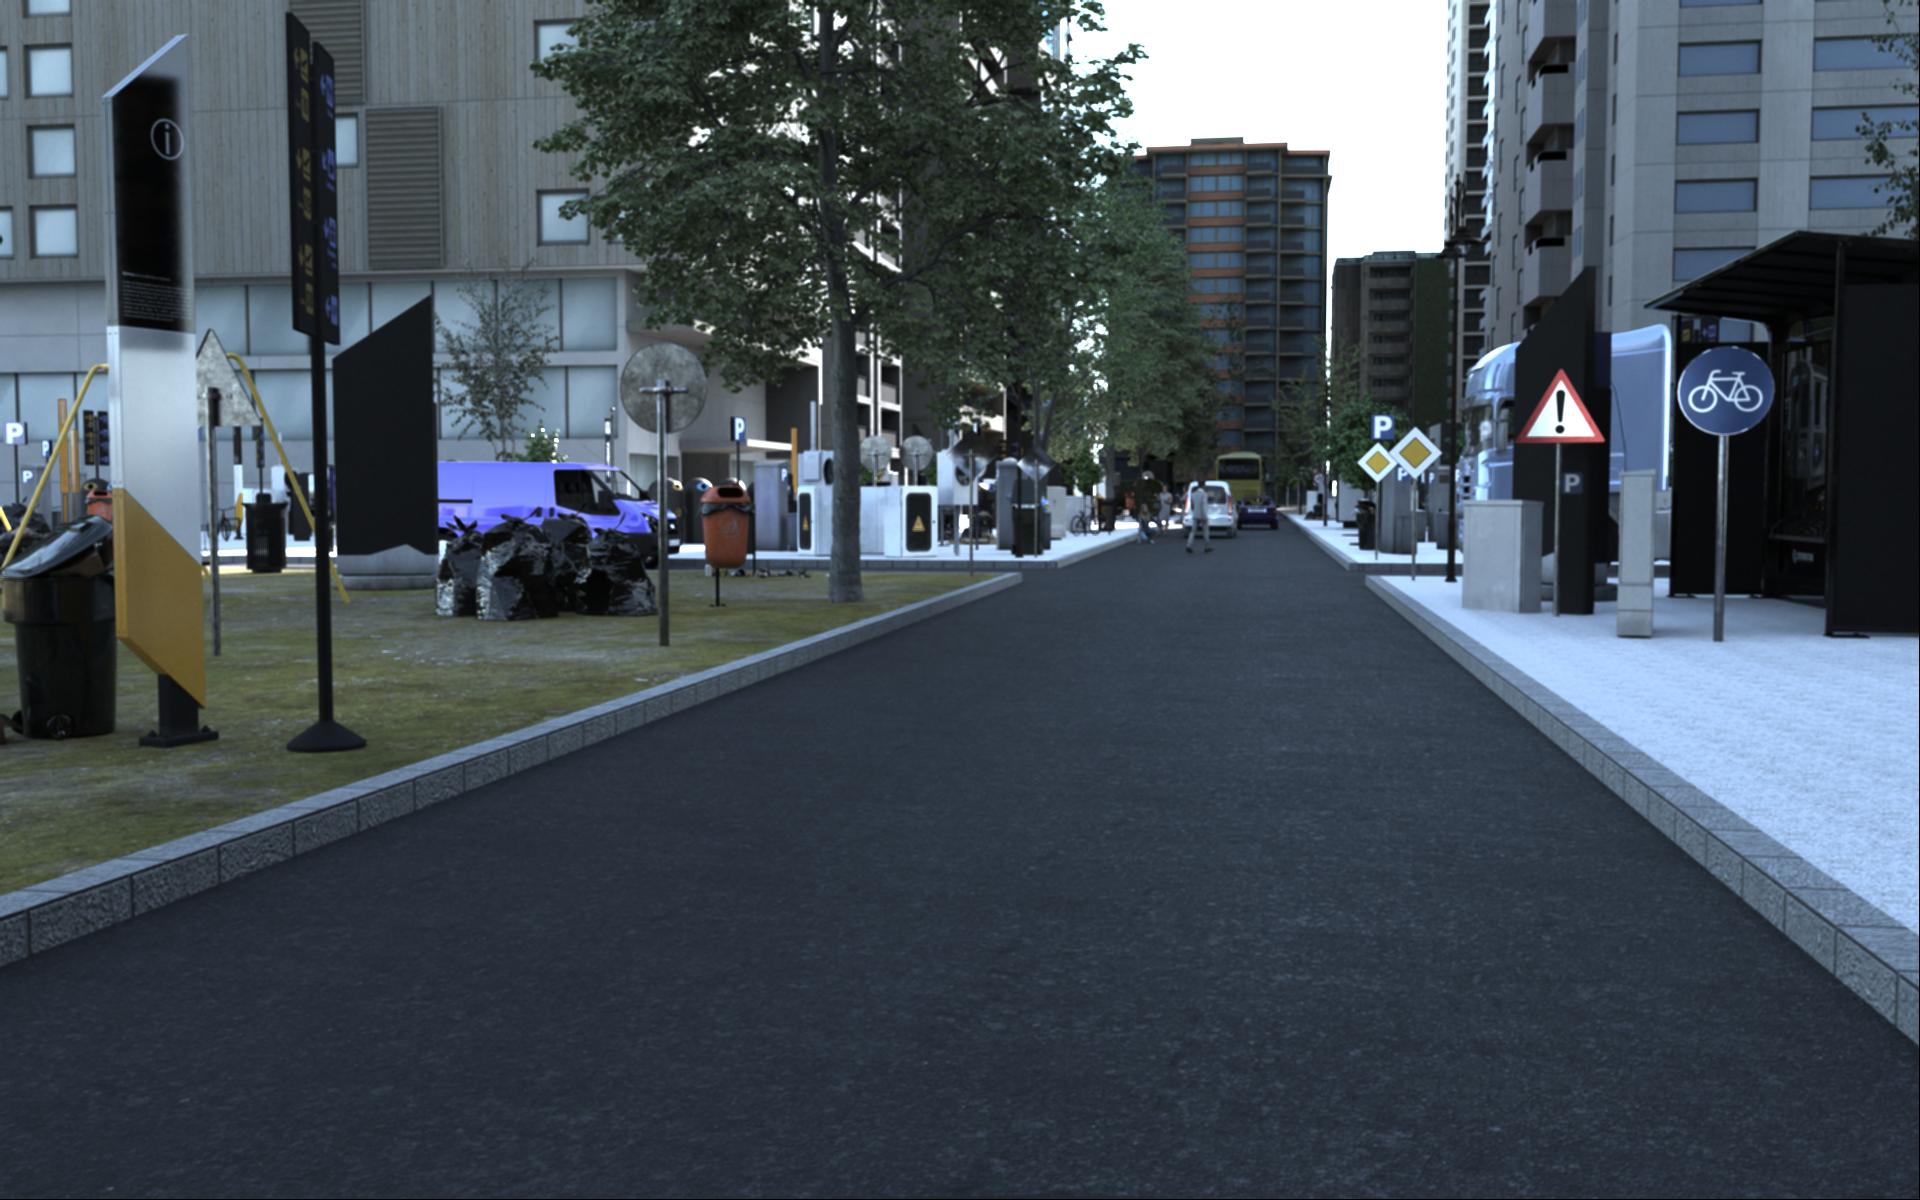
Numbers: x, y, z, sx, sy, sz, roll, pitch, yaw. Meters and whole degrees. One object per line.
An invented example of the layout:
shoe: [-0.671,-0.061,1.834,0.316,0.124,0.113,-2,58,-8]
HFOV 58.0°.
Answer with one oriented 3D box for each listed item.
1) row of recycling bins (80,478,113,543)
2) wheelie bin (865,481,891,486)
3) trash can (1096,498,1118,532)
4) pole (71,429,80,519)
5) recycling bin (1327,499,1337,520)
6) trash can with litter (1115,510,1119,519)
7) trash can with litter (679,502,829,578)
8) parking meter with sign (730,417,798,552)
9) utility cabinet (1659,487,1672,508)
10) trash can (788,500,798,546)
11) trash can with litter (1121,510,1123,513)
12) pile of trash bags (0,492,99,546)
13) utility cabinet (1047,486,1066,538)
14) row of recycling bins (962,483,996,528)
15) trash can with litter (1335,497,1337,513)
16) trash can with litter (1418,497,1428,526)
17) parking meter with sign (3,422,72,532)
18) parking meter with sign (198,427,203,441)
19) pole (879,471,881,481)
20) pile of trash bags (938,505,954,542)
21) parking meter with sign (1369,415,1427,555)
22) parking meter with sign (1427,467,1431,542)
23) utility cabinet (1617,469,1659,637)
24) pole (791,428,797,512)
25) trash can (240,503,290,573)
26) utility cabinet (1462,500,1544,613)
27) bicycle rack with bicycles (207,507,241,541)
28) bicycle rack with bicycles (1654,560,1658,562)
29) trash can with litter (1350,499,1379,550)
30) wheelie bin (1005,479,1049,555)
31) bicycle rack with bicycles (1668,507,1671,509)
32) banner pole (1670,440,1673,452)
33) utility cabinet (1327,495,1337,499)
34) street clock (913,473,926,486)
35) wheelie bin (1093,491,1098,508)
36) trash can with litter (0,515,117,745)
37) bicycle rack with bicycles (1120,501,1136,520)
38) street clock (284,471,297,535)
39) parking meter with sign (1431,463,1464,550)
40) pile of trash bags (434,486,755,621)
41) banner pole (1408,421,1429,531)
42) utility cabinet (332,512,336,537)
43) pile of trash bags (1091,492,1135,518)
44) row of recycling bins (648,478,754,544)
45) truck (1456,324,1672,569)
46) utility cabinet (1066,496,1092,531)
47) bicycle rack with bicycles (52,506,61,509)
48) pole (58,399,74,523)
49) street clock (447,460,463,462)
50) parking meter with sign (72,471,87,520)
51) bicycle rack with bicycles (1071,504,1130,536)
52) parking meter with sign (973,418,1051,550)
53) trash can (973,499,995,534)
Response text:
row of recycling bins: [-21.416,-2.310,44.889,3.534,1.692,1.069,2,4,26]
wheelie bin: [-2.022,-2.180,43.545,0.980,1.594,0.693,-1,4,-19]
trash can: [5.042,-2.927,59.502,0.748,1.137,0.748,0,3,0]
pole: [-27.884,-3.716,54.601,0.158,3.312,0.155,0,3,0]
recycling bin: [18.772,-4.551,86.959,0.722,1.027,0.722,2,4,28]
trash can with litter: [7.124,-4.409,83.482,0.624,1.170,1.055,1,4,23]
trash can with litter: [-3.099,-0.969,26.894,2.233,1.210,1.678,1,4,13]
parking meter with sign: [-4.250,-2.611,38.955,1.738,3.016,0.543,1,4,21]
utility cabinet: [22.686,-2.872,55.643,0.318,1.500,1.173,-1,4,-21]
trash can: [-3.767,-1.801,41.102,0.748,1.137,0.748,0,3,0]
trash can with litter: [10.001,-5.968,108.964,0.624,1.170,1.055,1,4,17]
pile of trash bags: [-21.226,-1.827,39.631,3.447,1.369,1.912,-3,4,-37]
utility cabinet: [2.588,-2.543,50.260,1.173,1.500,0.318,-3,5,-44]
row of recycling bins: [1.699,-3.543,65.039,3.534,1.692,1.069,3,5,45]
trash can with litter: [18.385,-4.344,82.413,1.055,1.170,0.624,2,4,33]
trash can with litter: [18.218,-3.487,68.398,0.624,1.170,1.055,-2,4,-28]
parking meter with sign: [-22.832,-2.849,42.849,0.543,3.016,1.738,0,4,3]
parking meter with sign: [-17.590,-2.649,39.567,0.543,3.016,1.738,-2,4,-25]
pole: [-3.059,-4.361,65.149,0.158,3.312,0.155,0,3,0]
pile of trash bags: [-1.007,-2.330,47.841,1.912,1.369,3.447,0,4,-8]
parking meter with sign: [9.395,-2.512,37.340,0.543,3.016,1.738,0,4,-8]
parking meter with sign: [12.887,-3.060,46.284,1.738,3.016,0.543,-1,4,-12]
utility cabinet: [6.205,-0.442,15.902,0.318,1.500,1.173,1,4,22]
pole: [-5.125,-3.653,53.573,0.158,3.312,0.155,0,3,0]
trash can: [-11.305,-1.013,28.215,0.748,1.137,0.748,0,3,0]
utility cabinet: [5.977,-0.485,19.099,0.306,1.237,1.020,-1,4,-21]
bicycle rack with bicycles: [-21.042,-2.085,47.476,2.852,0.926,2.925,-1,4,-11]
bicycle rack with bicycles: [12.142,-1.228,33.461,2.925,0.926,2.852,2,4,30]
trash can with litter: [9.541,-1.738,39.811,1.055,1.170,0.624,-2,4,-33]
wheelie bin: [1.433,-1.758,36.644,0.980,1.594,0.693,1,4,16]
bicycle rack with bicycles: [18.628,-2.050,46.906,2.925,0.926,2.852,2,4,35]
banner pole: [29.378,-4.948,70.922,0.863,3.779,0.401,3,5,45]
utility cabinet: [21.286,-5.340,98.462,1.020,1.237,0.306,2,4,30]
street clock: [-1.399,-3.411,60.334,0.358,2.002,0.471,-3,4,-37]
wheelie bin: [7.286,-4.995,89.583,0.693,1.594,0.980,-1,4,-10]
trash can with litter: [-4.860,0.146,9.002,0.624,1.170,1.055,3,4,36]
bicycle rack with bicycles: [7.379,-4.424,85.716,2.925,0.926,2.852,1,4,23]
street clock: [-21.104,-3.066,54.703,0.358,2.002,0.471,0,4,7]
parking meter with sign: [11.798,-2.702,40.433,1.738,3.016,0.543,-3,5,-41]
pile of trash bags: [-3.880,-0.558,18.870,3.447,1.369,1.912,-2,4,-29]
banner pole: [15.880,-4.270,59.838,0.863,3.779,0.401,1,4,8]
utility cabinet: [-18.500,-2.642,51.882,0.318,1.500,1.173,2,4,24]
pile of trash bags: [7.752,-5.023,91.877,3.447,1.369,1.912,2,4,28]
row of recycling bins: [-6.386,-2.320,45.052,3.534,1.692,1.069,-2,4,-29]
truck: [17.001,-2.314,27.595,18.799,4.110,2.967,1,4,9]
utility cabinet: [4.094,-3.033,60.753,1.020,1.237,0.306,-1,4,-19]
bicycle rack with bicycles: [-52.989,-5.197,98.350,2.925,0.926,2.852,-1,4,-17]
pole: [-19.302,-2.660,37.326,0.158,3.312,0.155,0,3,0]
street clock: [-10.689,-1.966,36.714,0.471,2.002,0.358,1,4,19]
parking meter with sign: [-28.929,-3.689,56.581,0.543,3.016,1.738,3,4,39]
bicycle rack with bicycles: [3.287,-2.474,53.828,2.852,0.926,2.925,2,4,31]
parking meter with sign: [1.208,-2.663,39.806,1.738,3.016,0.543,-1,4,-8]
trash can: [0.577,-2.162,46.994,0.748,1.137,0.748,0,3,0]
